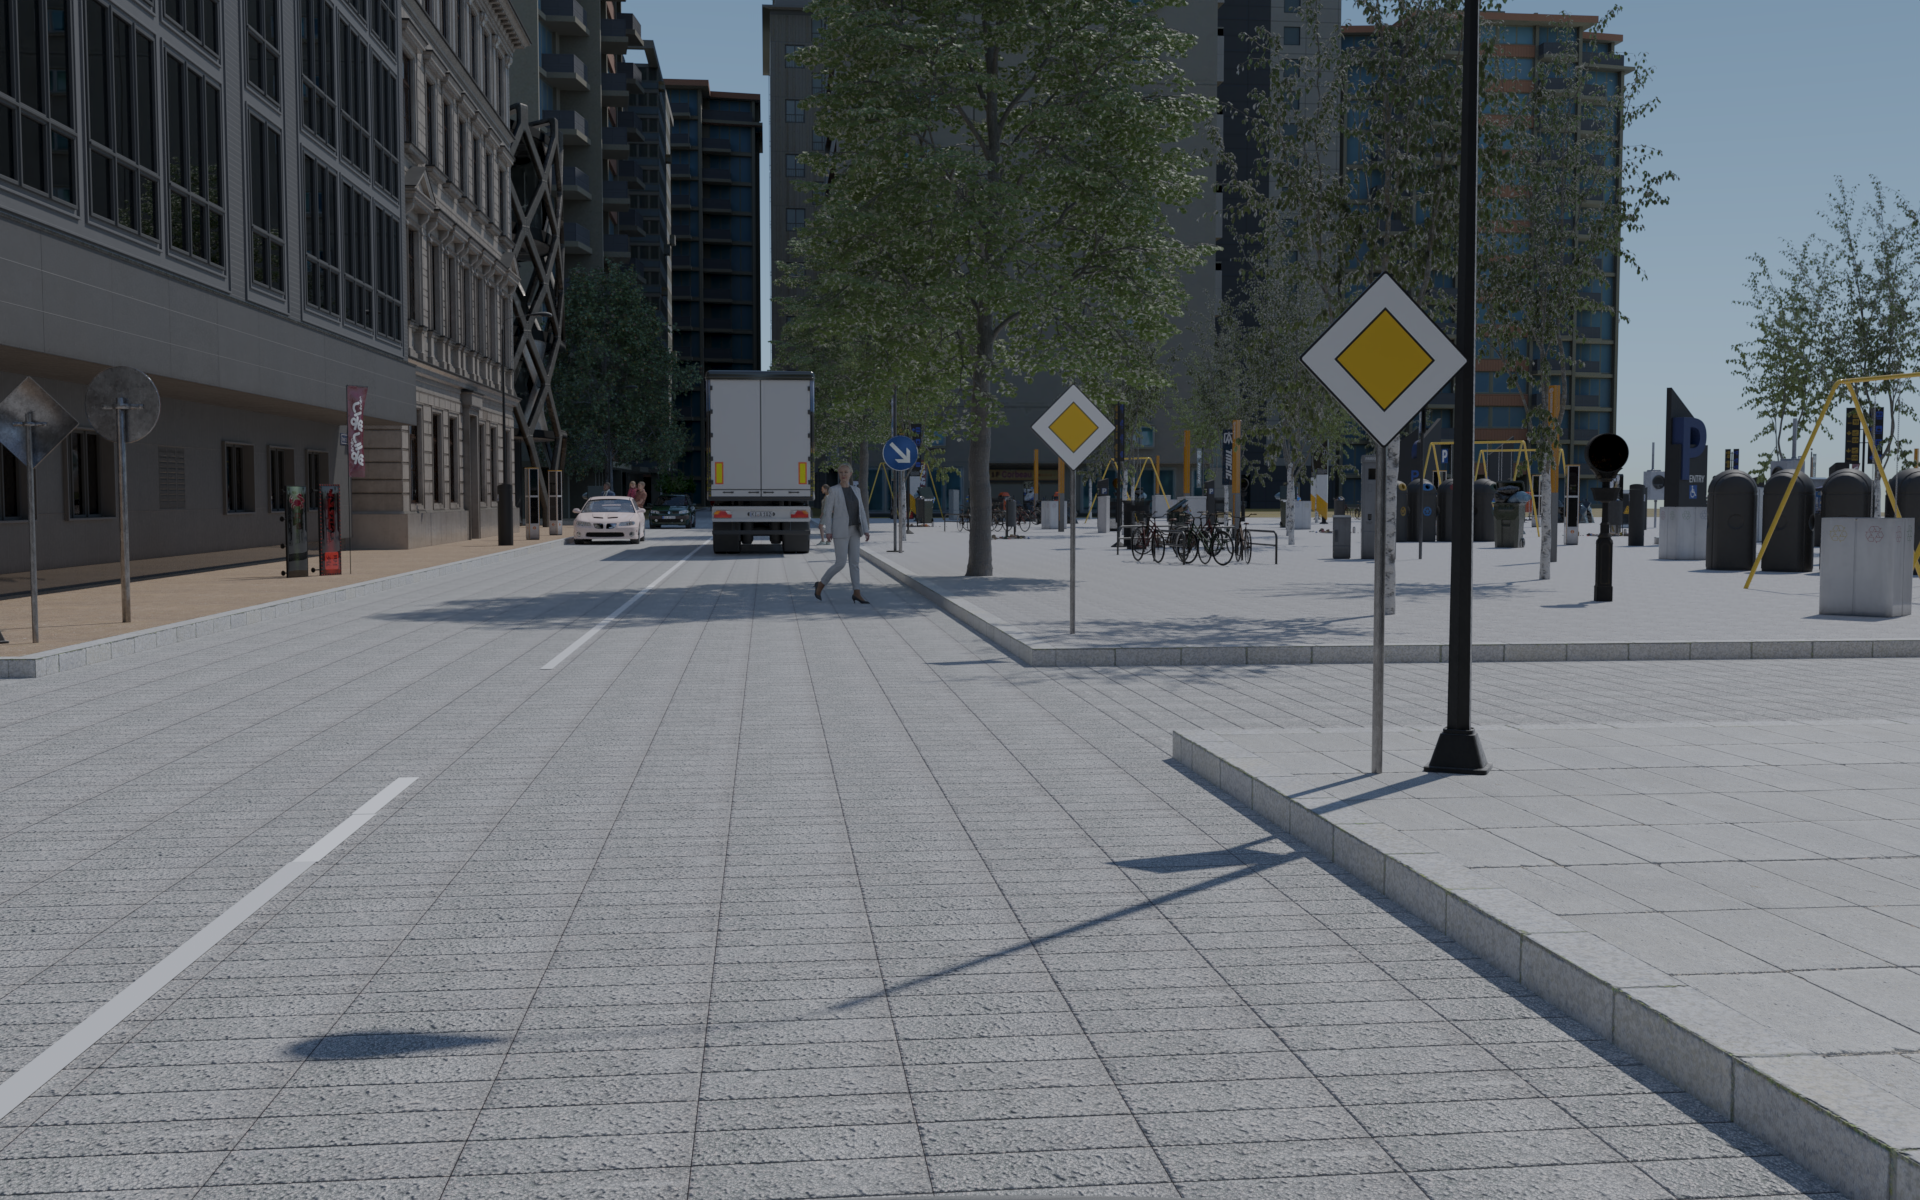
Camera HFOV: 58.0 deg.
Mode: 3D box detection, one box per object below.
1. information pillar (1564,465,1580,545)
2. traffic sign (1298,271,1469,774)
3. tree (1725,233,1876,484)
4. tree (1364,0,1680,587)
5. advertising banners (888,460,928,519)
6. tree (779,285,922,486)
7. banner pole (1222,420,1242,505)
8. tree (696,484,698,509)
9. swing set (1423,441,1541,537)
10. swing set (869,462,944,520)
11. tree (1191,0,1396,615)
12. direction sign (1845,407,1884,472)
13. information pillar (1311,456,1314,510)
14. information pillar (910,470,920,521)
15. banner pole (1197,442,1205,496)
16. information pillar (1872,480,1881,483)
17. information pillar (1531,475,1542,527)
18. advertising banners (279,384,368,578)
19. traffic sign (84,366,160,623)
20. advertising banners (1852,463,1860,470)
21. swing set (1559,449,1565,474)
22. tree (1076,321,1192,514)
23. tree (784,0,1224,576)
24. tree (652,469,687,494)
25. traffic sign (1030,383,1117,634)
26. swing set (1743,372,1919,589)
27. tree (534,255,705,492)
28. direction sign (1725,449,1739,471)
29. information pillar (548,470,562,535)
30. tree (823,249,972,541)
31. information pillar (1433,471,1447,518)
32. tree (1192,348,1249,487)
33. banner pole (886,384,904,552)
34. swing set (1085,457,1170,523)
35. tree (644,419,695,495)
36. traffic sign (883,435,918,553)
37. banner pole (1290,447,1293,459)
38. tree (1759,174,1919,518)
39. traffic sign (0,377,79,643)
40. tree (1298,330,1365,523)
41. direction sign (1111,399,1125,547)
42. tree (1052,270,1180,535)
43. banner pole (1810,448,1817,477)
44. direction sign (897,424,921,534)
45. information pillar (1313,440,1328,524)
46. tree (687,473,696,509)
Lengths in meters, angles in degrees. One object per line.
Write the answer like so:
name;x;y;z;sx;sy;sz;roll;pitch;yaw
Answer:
information pillar;15.402;-2.393;43.610;0.304;2.012;0.304;0;4;7
traffic sign;1.914;-0.260;7.901;0.795;2.450;0.064;0;4;-6
tree;24.117;-6.096;50.037;4.737;8.622;4.395;0;3;0
tree;8.558;-4.614;25.797;4.360;8.622;3.978;0;3;0
advertising banners;-2.627;-5.637;88.359;2.074;3.025;0.090;-1;4;-15
tree;-4.865;-8.470;72.896;7.601;10.594;8.767;-1;4;-20
banner pole;9.271;-4.205;58.774;0.863;3.779;0.401;2;4;28
tree;-23.893;-9.738;153.817;1.663;3.219;1.824;0;3;0
swing set;15.287;-3.308;51.710;3.119;2.851;2.862;3;5;39
swing set;-2.683;-5.357;85.201;3.119;2.851;2.862;3;4;38
tree;4.562;-4.165;18.463;4.360;8.622;3.978;0;3;0
direction sign;23.582;-3.256;45.231;0.876;3.537;0.379;2;4;27
information pillar;17.866;-5.845;86.919;0.504;3.616;0.183;2;4;26
information pillar;-2.104;-5.508;81.403;0.504;3.616;0.183;0;4;-2
banner pole;11.596;-5.715;83.455;0.401;3.779;0.863;3;4;37
information pillar;48.174;-5.299;91.127;0.304;2.012;0.304;-3;4;-36
information pillar;22.284;-3.817;66.900;0.304;2.012;0.304;2;4;35
advertising banners;-9.944;-1.897;27.211;0.090;3.025;2.074;1;4;19
traffic sign;-8.329;-1.047;17.230;0.768;2.556;0.104;0;4;3
advertising banners;49.324;-6.153;96.794;2.074;3.025;0.090;0;4;-7
swing set;19.545;-3.864;60.798;3.119;2.851;2.862;3;4;37
tree;6.655;-7.250;68.896;4.737;8.622;4.395;0;3;0
tree;0.622;-6.665;27.105;7.486;12.596;7.792;0;3;0
tree;-20.471;-7.729;120.978;1.663;3.219;1.824;0;3;0
traffic sign;1.029;-0.746;15.838;0.795;2.450;0.064;0;4;-6
swing set;12.282;-1.517;22.423;2.862;2.851;3.119;-1;4;-11
tree;-17.033;-10.189;83.591;9.611;12.733;9.660;0;3;0
direction sign;38.614;-5.793;86.710;0.379;3.537;0.876;-1;4;-22
information pillar;-12.574;-3.017;53.819;0.304;2.012;0.304;1;4;18
tree;-1.549;-5.906;46.933;4.737;8.622;4.395;0;3;0
information pillar;14.971;-3.034;54.103;0.304;2.012;0.304;-2;4;-25
tree;12.406;-8.327;86.510;4.737;8.622;4.395;0;3;0
banner pole;-1.472;-2.963;38.455;0.401;3.779;0.863;-1;4;-9
swing set;7.417;-4.725;74.879;2.862;2.851;3.119;-2;4;-28
tree;-21.629;-10.742;125.995;4.737;8.622;4.395;0;3;0
traffic sign;-1.295;-2.295;37.631;0.768;2.556;0.104;0;4;-3
banner pole;16.010;-5.728;83.663;0.401;3.779;0.863;0;4;0
tree;20.641;-5.427;39.094;4.360;8.622;3.978;0;3;0
traffic sign;-7.962;-0.686;14.859;0.795;2.450;0.064;0;4;-6
tree;16.092;-7.730;76.748;4.737;8.622;4.395;0;3;0
direction sign;3.833;-3.042;41.732;0.379;3.537;0.876;-1;4;-9
tree;5.108;-6.354;54.244;4.360;8.622;3.978;0;3;0
banner pole;46.462;-6.383;94.385;0.863;3.779;0.401;-3;5;-40
direction sign;-1.673;-3.898;55.729;0.876;3.537;0.379;-1;4;-16
information pillar;15.547;-5.071;74.260;0.504;3.616;0.183;2;4;27
tree;-21.808;-8.569;134.712;1.663;3.219;1.824;0;3;0
